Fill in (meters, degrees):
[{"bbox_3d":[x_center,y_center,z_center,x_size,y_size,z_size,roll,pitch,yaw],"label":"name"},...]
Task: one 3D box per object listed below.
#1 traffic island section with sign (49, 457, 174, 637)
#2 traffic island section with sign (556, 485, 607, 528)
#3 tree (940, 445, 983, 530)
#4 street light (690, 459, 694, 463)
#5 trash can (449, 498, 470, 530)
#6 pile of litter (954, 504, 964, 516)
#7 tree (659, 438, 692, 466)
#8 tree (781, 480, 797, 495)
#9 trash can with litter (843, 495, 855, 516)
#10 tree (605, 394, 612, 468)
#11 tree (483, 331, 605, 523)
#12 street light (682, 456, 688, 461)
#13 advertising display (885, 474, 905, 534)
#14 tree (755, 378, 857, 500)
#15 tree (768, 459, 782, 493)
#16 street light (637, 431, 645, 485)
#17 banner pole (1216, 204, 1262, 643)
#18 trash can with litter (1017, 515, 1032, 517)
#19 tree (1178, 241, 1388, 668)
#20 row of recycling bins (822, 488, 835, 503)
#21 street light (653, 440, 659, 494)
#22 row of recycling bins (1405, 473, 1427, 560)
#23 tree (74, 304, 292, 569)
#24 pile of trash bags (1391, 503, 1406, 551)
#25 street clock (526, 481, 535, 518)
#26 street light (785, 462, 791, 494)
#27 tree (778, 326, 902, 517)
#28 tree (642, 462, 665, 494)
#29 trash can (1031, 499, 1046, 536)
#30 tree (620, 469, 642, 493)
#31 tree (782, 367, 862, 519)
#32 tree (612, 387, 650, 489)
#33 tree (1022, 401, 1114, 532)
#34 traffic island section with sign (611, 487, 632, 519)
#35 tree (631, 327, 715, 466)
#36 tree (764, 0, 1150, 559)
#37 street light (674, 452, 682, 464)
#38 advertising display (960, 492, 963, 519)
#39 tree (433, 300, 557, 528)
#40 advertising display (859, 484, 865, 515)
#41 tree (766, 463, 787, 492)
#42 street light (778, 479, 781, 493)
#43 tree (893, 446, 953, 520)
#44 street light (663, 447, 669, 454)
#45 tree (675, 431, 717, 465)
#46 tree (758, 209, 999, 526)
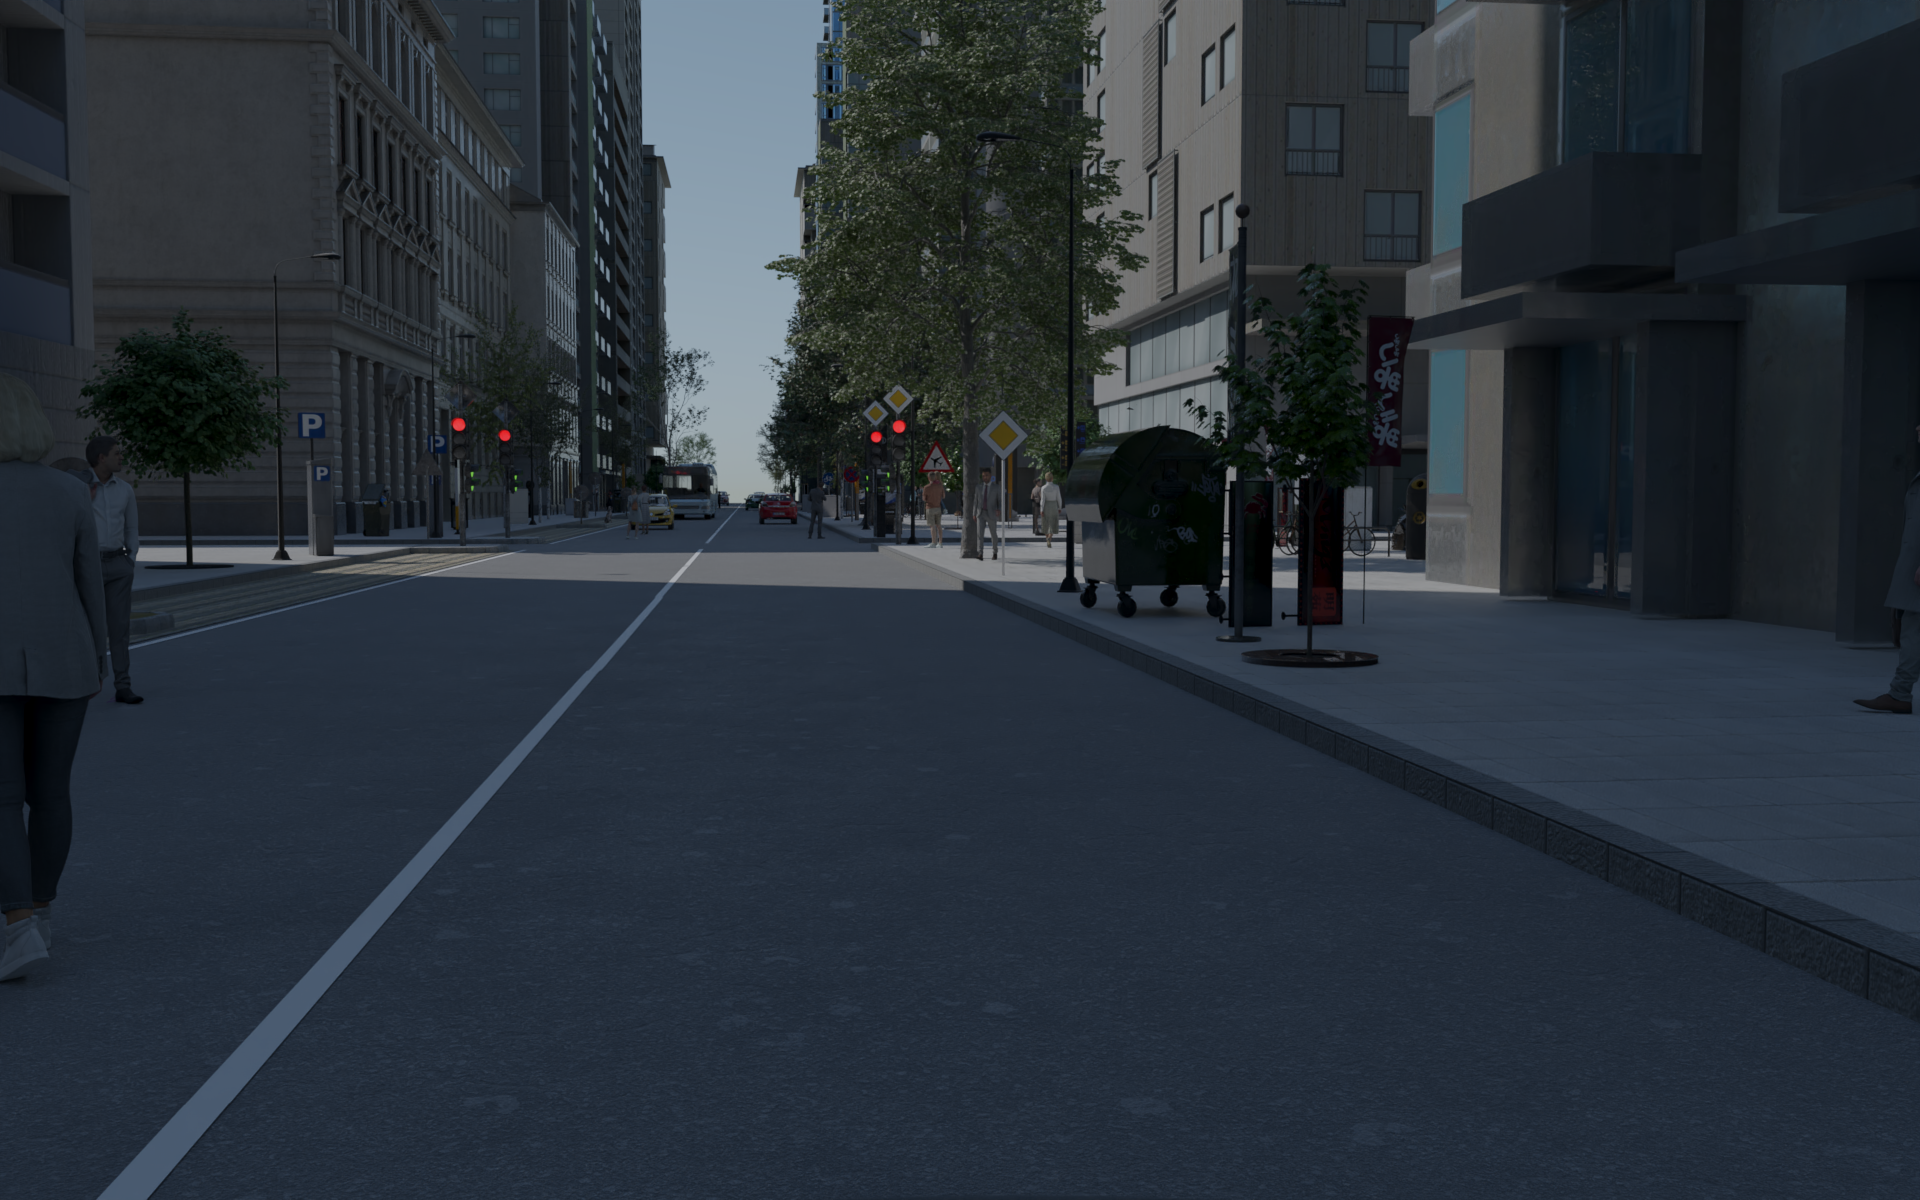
[{"bbox_3d":[-9.312,-0.564,17.855,1.989,1.847,2.006,0,4,-7],"label":"traffic island section with sign"},{"bbox_3d":[-16.039,-3.967,73.483,1.989,1.847,2.006,0,4,-7],"label":"traffic island section with sign"},{"bbox_3d":[-0.158,-4.154,62.520,1.663,3.219,1.824,0,3,0],"label":"tree"},{"bbox_3d":[-36.469,-15.765,230.300,1.470,5.913,1.316,0,4,-7],"label":"street light"},{"bbox_3d":[-17.996,-3.095,62.264,0.748,1.137,0.748,0,3,0],"label":"trash can"},{"bbox_3d":[0.181,-5.255,99.884,1.719,0.858,1.176,1,4,13],"label":"pile of litter"},{"bbox_3d":[-36.280,-16.556,221.049,4.737,8.622,4.395,0,3,0],"label":"tree"},{"bbox_3d":[-18.964,-12.365,196.766,1.663,3.219,1.824,0,3,0],"label":"tree"},{"bbox_3d":[-6.689,-5.396,99.287,1.678,1.210,2.233,2,4,34],"label":"trash can with litter"},{"bbox_3d":[-20.742,-8.414,87.939,4.360,8.622,3.978,0,3,0],"label":"tree"},{"bbox_3d":[-19.004,-7.766,77.330,4.360,8.622,3.978,0,3,0],"label":"tree"},{"bbox_3d":[-33.935,-14.455,208.872,1.470,5.913,1.316,0,4,-7],"label":"street light"},{"bbox_3d":[-2.249,-3.071,55.420,0.974,1.923,0.123,2,4,27],"label":"advertising display"},{"bbox_3d":[-9.732,-11.274,118.737,7.601,10.594,8.767,0,4,-1],"label":"tree"},{"bbox_3d":[-20.084,-15.908,210.465,4.737,8.622,4.395,0,3,0],"label":"tree"},{"bbox_3d":[-23.959,-9.440,126.889,1.470,5.913,1.316,0,4,-7],"label":"street light"},{"bbox_3d":[2.431,-1.544,15.268,0.401,3.779,0.863,0,4,-1],"label":"banner pole"},{"bbox_3d":[3.024,-5.178,95.723,2.233,1.210,1.678,-1,4,-11],"label":"trash can with litter"},{"bbox_3d":[2.772,-1.143,13.285,1.663,3.219,1.824,0,3,0],"label":"tree"},{"bbox_3d":[-8.741,-6.459,112.724,1.069,1.692,3.534,-1,4,-8],"label":"row of recycling bins"},{"bbox_3d":[-26.478,-10.761,148.485,1.470,5.913,1.316,0,4,-7],"label":"street light"},{"bbox_3d":[9.726,-1.571,32.791,1.069,1.692,3.534,-1,4,-22],"label":"row of recycling bins"},{"bbox_3d":[-13.512,-2.838,30.108,4.285,4.588,4.351,0,3,0],"label":"tree"},{"bbox_3d":[11.661,-1.809,39.334,3.447,1.369,1.912,0,4,-6],"label":"pile of trash bags"},{"bbox_3d":[-23.061,-5.406,92.958,0.471,2.002,0.358,3,4,39],"label":"street clock"},{"bbox_3d":[-13.124,-10.130,138.166,1.470,5.913,1.316,0,4,-7],"label":"street light"},{"bbox_3d":[-6.625,-10.449,96.599,9.928,11.665,9.643,0,3,0],"label":"tree"},{"bbox_3d":[-31.901,-12.249,183.987,4.285,4.588,4.351,0,3,0],"label":"tree"},{"bbox_3d":[2.535,-2.547,53.295,0.748,1.137,0.748,0,3,0],"label":"trash can"},{"bbox_3d":[-25.753,-8.658,136.158,1.663,3.219,1.824,0,3,0],"label":"tree"},{"bbox_3d":[-5.951,-8.525,89.741,4.737,8.622,4.395,0,3,0],"label":"tree"},{"bbox_3d":[-23.638,-10.403,120.453,4.360,8.622,3.978,0,3,0],"label":"tree"},{"bbox_3d":[3.777,-4.590,58.761,4.285,4.588,4.351,0,3,0],"label":"tree"},{"bbox_3d":[-19.262,-5.604,100.246,1.989,1.847,2.006,0,4,-7],"label":"traffic island section with sign"},{"bbox_3d":[-34.563,-21.010,199.410,12.611,20.169,13.585,0,3,0],"label":"tree"},{"bbox_3d":[-0.060,-7.121,34.561,7.486,12.596,7.792,0,3,0],"label":"tree"},{"bbox_3d":[-31.785,-13.382,191.335,1.470,5.913,1.316,0,4,-7],"label":"street light"},{"bbox_3d":[0.456,-5.085,88.357,0.974,1.923,0.123,-2,4,-33],"label":"advertising display"},{"bbox_3d":[-17.349,-7.007,64.930,4.737,8.622,4.395,0,3,0],"label":"tree"},{"bbox_3d":[-5.996,-6.233,107.120,0.974,1.923,0.123,1,4,18],"label":"advertising display"},{"bbox_3d":[-29.261,-20.115,279.246,4.360,8.622,3.978,0,3,0],"label":"tree"},{"bbox_3d":[-15.761,-11.440,159.582,1.470,5.913,1.316,0,4,-7],"label":"street light"},{"bbox_3d":[-1.645,-6.216,85.352,4.285,4.588,4.351,0,3,0],"label":"tree"},{"bbox_3d":[-29.225,-12.072,169.910,1.470,5.913,1.316,0,4,-7],"label":"street light"},{"bbox_3d":[-43.344,-21.899,283.805,9.928,11.665,9.643,0,3,0],"label":"tree"},{"bbox_3d":[-3.570,-9.372,70.239,9.611,12.733,9.660,0,3,0],"label":"tree"}]
